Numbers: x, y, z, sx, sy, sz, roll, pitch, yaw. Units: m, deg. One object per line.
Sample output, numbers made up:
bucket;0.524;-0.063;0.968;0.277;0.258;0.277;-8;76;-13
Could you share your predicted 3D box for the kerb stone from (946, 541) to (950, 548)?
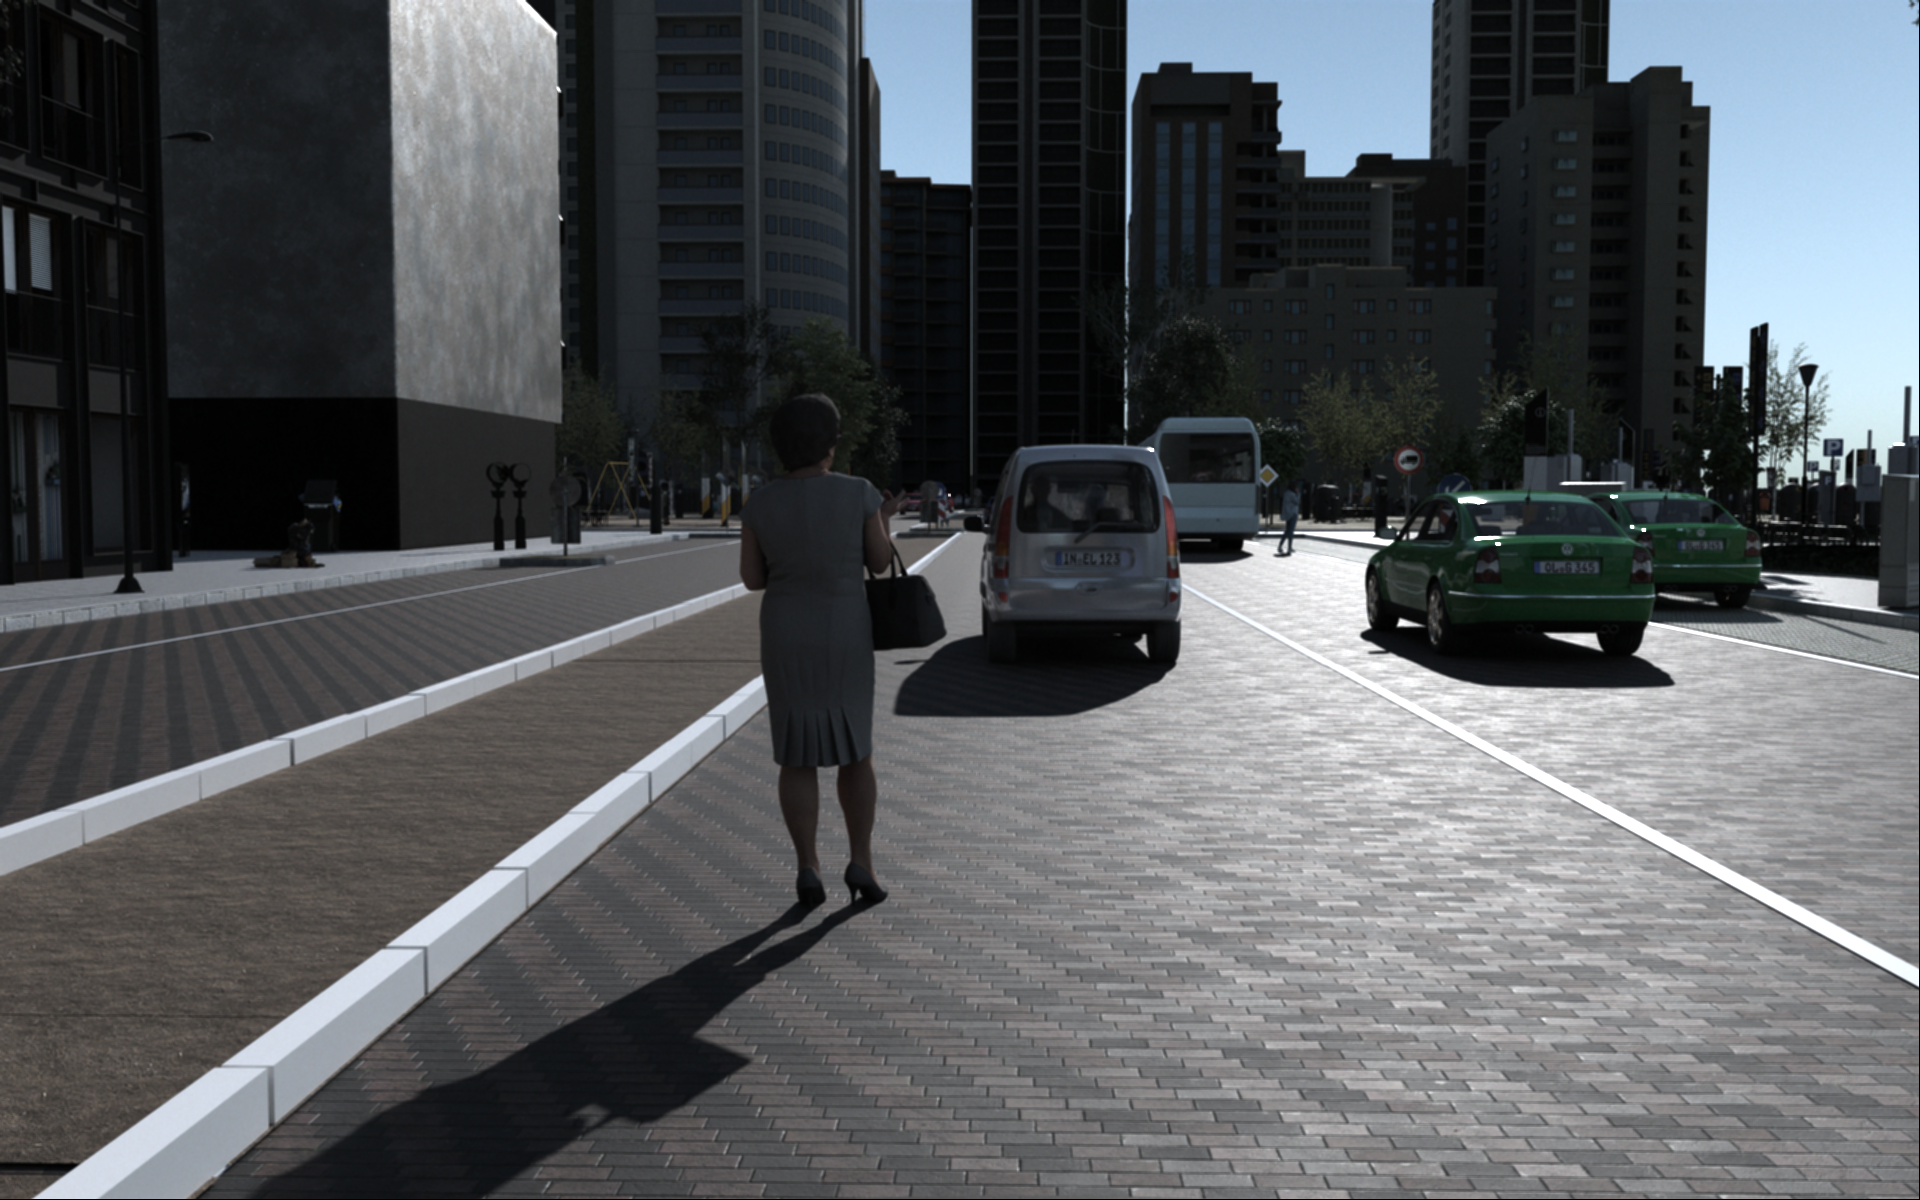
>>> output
kerb stone;-0.405;-1.355;44.375;0.120;0.150;1.000;0;4;2

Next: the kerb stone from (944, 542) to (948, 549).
kerb stone;-0.435;-1.294;43.345;0.120;0.150;1.000;0;4;2

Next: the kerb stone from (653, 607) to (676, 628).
kerb stone;-3.268;0.209;18.823;0.120;0.150;1.000;0;4;2

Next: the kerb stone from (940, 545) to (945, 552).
kerb stone;-0.505;-1.168;41.297;0.120;0.150;1.000;0;4;2

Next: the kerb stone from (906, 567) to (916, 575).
kerb stone;-0.864;-0.415;28.988;0.120;0.150;1.000;0;4;2

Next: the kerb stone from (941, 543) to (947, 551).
kerb stone;-0.467;-1.231;42.324;0.120;0.150;1.000;0;4;2

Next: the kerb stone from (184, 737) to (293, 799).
kerb stone;-3.577;0.838;8.562;0.120;0.150;1.000;0;4;2

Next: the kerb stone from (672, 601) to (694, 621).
kerb stone;-3.235;0.149;19.844;0.120;0.150;1.000;0;4;2

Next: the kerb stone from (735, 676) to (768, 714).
kerb stone;-1.381;0.649;11.577;0.120;0.150;1.000;0;4;2

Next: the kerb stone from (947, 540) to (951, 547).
kerb stone;-0.375;-1.414;45.398;0.120;0.150;1.000;0;4;2

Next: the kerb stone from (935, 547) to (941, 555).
kerb stone;-0.563;-1.043;39.244;0.120;0.150;1.000;0;4;2

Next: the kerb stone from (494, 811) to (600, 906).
kerb stone;-1.531;0.963;6.458;0.120;0.150;1.000;0;4;2

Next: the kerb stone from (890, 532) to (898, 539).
kerb stone;-2.146;-2.112;56.734;0.120;0.150;1.000;0;4;2

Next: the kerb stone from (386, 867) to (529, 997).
kerb stone;-1.560;1.029;5.431;0.120;0.150;1.000;0;4;2

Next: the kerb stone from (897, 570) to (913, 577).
kerb stone;-0.892;-0.352;27.967;0.120;0.150;1.000;0;4;2

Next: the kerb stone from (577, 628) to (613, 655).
kerb stone;-3.355;0.395;15.741;0.120;0.150;1.000;0;4;2

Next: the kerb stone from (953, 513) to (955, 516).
kerb stone;-0.581;-5.342;109.534;0.120;0.150;1.000;0;4;2

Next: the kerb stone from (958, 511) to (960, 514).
kerb stone;-0.273;-5.968;119.774;0.120;0.150;1.000;0;4;2

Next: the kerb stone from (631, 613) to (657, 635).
kerb stone;-3.304;0.269;17.793;0.120;0.150;1.000;0;4;2

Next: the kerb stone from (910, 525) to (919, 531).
kerb stone;-1.797;-2.828;68.515;0.120;0.150;1.000;0;4;2

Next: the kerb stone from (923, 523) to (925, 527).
kerb stone;-1.671;-3.084;72.616;0.120;0.150;1.000;0;4;2

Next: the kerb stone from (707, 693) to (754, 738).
kerb stone;-1.407;0.712;10.554;0.120;0.150;1.000;0;4;2

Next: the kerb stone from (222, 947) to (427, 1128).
kerb stone;-1.593;1.094;4.410;0.120;0.150;1.000;0;4;2

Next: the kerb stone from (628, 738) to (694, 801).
kerb stone;-1.471;0.837;8.506;0.120;0.150;1.000;0;4;2

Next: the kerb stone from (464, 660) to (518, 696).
kerb stone;-3.452;0.584;12.655;0.120;0.150;1.000;0;4;2

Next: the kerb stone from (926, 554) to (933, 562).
kerb stone;-0.683;-0.791;35.147;0.120;0.150;1.000;0;4;2

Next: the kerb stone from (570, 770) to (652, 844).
kerb stone;-1.508;0.900;7.480;0.120;0.150;1.000;0;4;2

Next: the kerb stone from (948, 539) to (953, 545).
kerb stone;-0.344;-1.476;46.423;0.120;0.150;1.000;0;4;2

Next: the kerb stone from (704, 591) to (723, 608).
kerb stone;-3.177;0.018;21.897;0.120;0.150;1.000;0;4;2

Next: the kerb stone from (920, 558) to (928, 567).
kerb stone;-0.744;-0.666;33.090;0.120;0.150;1.000;0;4;2

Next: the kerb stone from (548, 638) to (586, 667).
kerb stone;-3.382;0.459;14.706;0.120;0.150;1.000;0;4;2

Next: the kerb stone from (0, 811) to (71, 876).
kerb stone;-3.630;0.959;6.519;0.120;0.150;1.000;0;4;2

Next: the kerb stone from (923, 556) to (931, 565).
kerb stone;-0.711;-0.729;34.123;0.120;0.150;1.000;0;4;2

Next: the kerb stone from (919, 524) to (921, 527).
kerb stone;-1.765;-2.896;69.542;0.120;0.150;1.000;0;4;2

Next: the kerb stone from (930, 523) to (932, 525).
kerb stone;-1.486;-3.456;78.772;0.120;0.150;1.000;0;4;2

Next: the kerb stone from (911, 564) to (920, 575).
kerb stone;-0.832;-0.478;30.017;0.120;0.150;1.000;0;4;2

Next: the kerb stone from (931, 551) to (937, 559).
kerb stone;-0.625;-0.912;37.195;0.120;0.150;1.000;0;4;2

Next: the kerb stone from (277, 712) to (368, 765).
kerb stone;-3.538;0.771;9.590;0.120;0.150;1.000;0;4;2

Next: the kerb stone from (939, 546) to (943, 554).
kerb stone;-0.525;-1.106;40.274;0.120;0.150;1.000;0;4;2

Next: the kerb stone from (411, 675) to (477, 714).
kerb stone;-3.478;0.646;11.634;0.120;0.150;1.000;0;4;2

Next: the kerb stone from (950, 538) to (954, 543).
kerb stone;-0.312;-1.543;47.444;0.120;0.150;1.000;0;4;2

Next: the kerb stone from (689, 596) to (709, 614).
kerb stone;-3.207;0.081;20.867;0.120;0.150;1.000;0;4;2

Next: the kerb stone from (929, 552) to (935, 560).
kerb stone;-0.654;-0.855;36.169;0.120;0.150;1.000;0;4;2

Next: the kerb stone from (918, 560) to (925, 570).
kerb stone;-0.776;-0.603;32.061;0.120;0.150;1.000;0;4;2

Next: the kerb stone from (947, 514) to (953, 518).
kerb stone;-0.636;-5.214;107.490;0.120;0.150;1.000;0;4;2

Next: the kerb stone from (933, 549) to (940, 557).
kerb stone;-0.586;-0.980;38.222;0.120;0.150;1.000;0;4;2

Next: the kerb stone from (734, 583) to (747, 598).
kerb stone;-3.112;-0.107;23.947;0.120;0.150;1.000;0;4;2

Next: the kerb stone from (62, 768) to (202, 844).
kerb stone;-3.604;0.898;7.540;0.120;0.150;1.000;0;4;2

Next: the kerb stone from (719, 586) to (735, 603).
kerb stone;-3.147;-0.044;22.919;0.120;0.150;1.000;0;4;2

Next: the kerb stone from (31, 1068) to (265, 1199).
kerb stone;-1.624;1.152;3.382;0.120;0.150;1.000;0;4;2

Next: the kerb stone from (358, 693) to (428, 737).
kerb stone;-3.507;0.717;10.612;0.120;0.150;1.000;0;4;2

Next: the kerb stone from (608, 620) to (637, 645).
kerb stone;-3.322;0.332;16.770;0.120;0.150;1.000;0;4;2

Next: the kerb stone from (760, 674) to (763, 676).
kerb stone;-1.346;0.591;12.604;0.120;0.150;1.000;0;4;2

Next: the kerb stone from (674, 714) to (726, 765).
kerb stone;-1.444;0.779;9.532;0.120;0.150;1.000;0;4;2

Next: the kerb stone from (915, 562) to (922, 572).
kerb stone;-0.803;-0.541;31.038;0.120;0.150;1.000;0;4;2

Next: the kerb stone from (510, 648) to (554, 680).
kerb stone;-3.418;0.521;13.677;0.120;0.150;1.000;0;4;2

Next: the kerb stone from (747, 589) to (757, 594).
kerb stone;-3.087;-0.167;24.968;0.120;0.150;1.000;0;4;2
